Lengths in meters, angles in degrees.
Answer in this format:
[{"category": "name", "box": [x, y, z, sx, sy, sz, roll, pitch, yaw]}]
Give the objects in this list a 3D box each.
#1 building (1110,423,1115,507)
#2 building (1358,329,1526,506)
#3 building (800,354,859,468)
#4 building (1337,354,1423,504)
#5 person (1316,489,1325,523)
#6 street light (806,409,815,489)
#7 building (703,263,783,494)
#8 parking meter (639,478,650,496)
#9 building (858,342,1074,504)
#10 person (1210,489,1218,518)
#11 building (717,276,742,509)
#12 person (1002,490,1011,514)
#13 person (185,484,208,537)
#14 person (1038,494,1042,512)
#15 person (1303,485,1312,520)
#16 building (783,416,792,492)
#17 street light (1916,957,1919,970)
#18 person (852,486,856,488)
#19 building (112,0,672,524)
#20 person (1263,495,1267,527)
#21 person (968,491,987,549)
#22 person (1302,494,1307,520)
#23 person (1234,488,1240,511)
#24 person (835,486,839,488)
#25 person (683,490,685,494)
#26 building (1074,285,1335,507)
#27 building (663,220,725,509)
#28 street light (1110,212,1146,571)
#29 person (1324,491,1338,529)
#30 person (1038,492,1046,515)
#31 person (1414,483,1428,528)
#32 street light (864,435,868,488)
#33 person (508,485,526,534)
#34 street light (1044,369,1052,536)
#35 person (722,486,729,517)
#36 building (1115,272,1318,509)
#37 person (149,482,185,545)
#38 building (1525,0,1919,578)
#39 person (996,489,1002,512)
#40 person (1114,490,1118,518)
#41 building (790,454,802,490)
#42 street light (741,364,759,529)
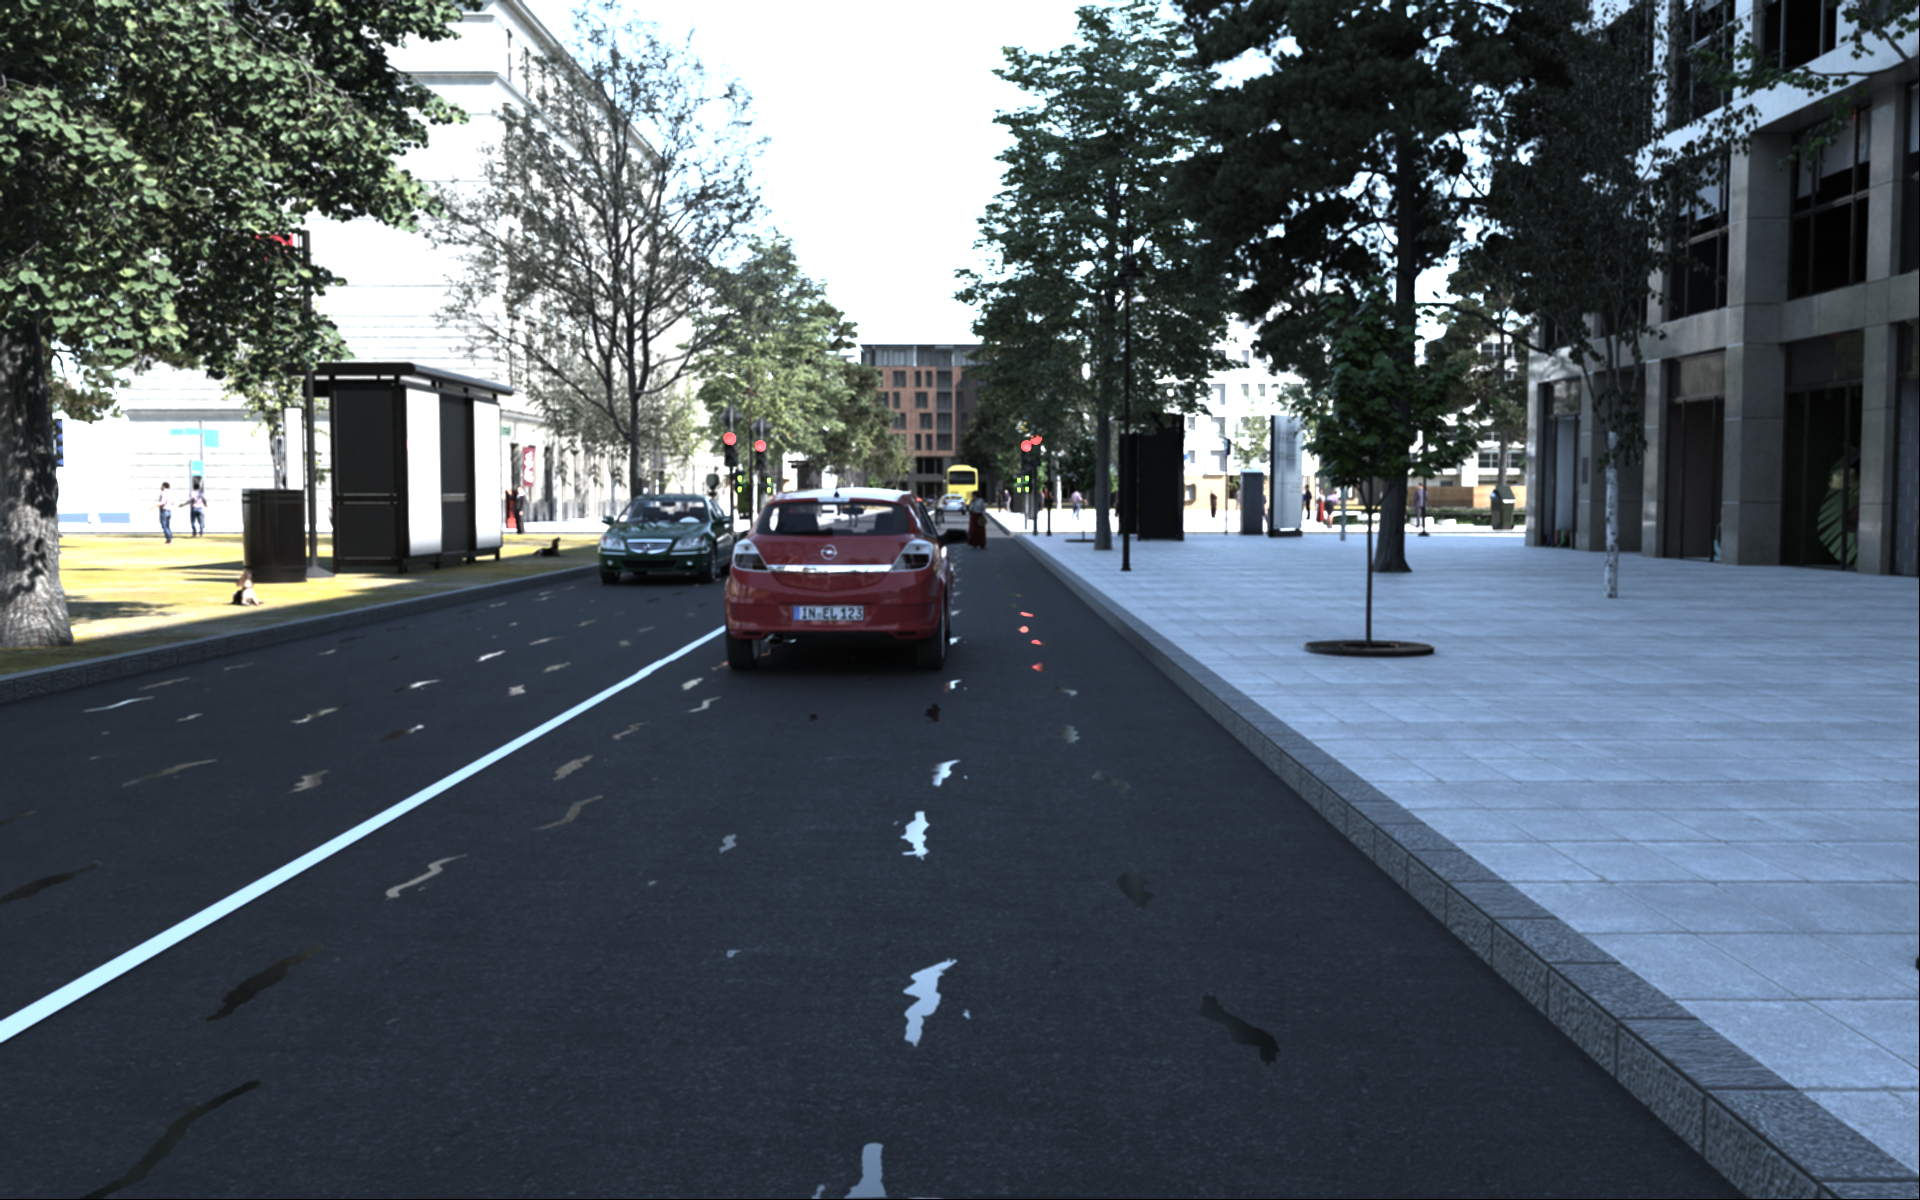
[{"category": "building", "box": [22.317, -18.774, 163.377, 16.016, 20.091, 11.380, 0, 4, 0]}, {"category": "building", "box": [62.252, -20.000, 193.453, 31.486, 18.905, 16.747, 0, 4, 0]}, {"category": "building", "box": [-19.760, -23.449, 239.817, 11.380, 20.091, 16.016, 0, 4, 0]}, {"category": "building", "box": [56.508, -23.436, 239.601, 11.380, 20.091, 16.016, 0, 4, 0]}, {"category": "person", "box": [16.035, -4.186, 76.957, 0.387, 1.526, 0.523, 1, 4, 23]}, {"category": "street light", "box": [-7.407, -6.882, 85.315, 0.468, 5.910, 1.993, 0, 4, 0]}, {"category": "building", "box": [-32.488, -19.643, 165.137, 27.936, 21.610, 32.646, 0, 4, 0]}, {"category": "parking meter", "box": [-11.493, -3.506, 63.027, 0.255, 1.863, 0.399, 3, 5, 44]}, {"category": "building", "box": [2.562, -24.547, 245.309, 32.646, 21.610, 27.936, 0, 4, 0]}, {"category": "person", "box": [13.720, -5.223, 93.710, 0.388, 1.546, 0.482, -1, 4, -17]}, {"category": "building", "box": [-26.150, -17.538, 143.167, 16.016, 20.091, 11.380, 0, 4, 0]}, {"category": "person", "box": [3.058, -6.323, 111.628, 0.471, 1.553, 0.569, -3, 5, -40]}, {"category": "person", "box": [-22.922, -2.691, 52.002, 0.435, 1.587, 0.963, 2, 4, 32]}, {"category": "person", "box": [5.833, -7.235, 126.605, 0.388, 1.546, 0.482, -3, 5, -40]}, {"category": "person", "box": [17.294, -4.875, 86.456, 0.504, 1.737, 0.576, 1, 4, 19]}, {"category": "building", "box": [-26.245, -20.239, 187.333, 16.016, 20.091, 11.380, 0, 4, 0]}, {"category": "street light", "box": [2.672, -1.938, 4.477, 0.468, 5.910, 1.993, 0, 4, 0]}, {"category": "person", "box": [-4.683, -4.029, 74.815, 0.568, 1.767, 0.683, 2, 4, 28]}, {"category": "building", "box": [-27.271, -19.421, 93.946, 17.030, 29.872, 44.131, 0, 4, 0]}, {"category": "person", "box": [11.835, -3.619, 67.902, 0.574, 1.496, 0.600, 1, 4, 15]}, {"category": "person", "box": [0.464, -2.115, 45.541, 0.523, 1.526, 0.387, 1, 4, 14]}, {"category": "person", "box": [16.639, -4.660, 84.928, 0.574, 1.496, 0.600, 3, 4, 38]}, {"category": "person", "box": [21.251, -7.667, 132.221, 0.655, 1.722, 0.431, 0, 4, -3]}, {"category": "person", "box": [-7.222, -5.813, 101.789, 0.504, 1.737, 0.576, 1, 4, 11]}, {"category": "person", "box": [-18.156, -6.486, 114.354, 0.482, 1.546, 0.388, 3, 5, 43]}, {"category": "building", "box": [27.581, -20.897, 185.647, 27.936, 21.610, 32.646, 0, 4, 0]}, {"category": "building", "box": [-23.306, -16.509, 124.667, 10.420, 20.320, 16.860, 0, 4, 0]}, {"category": "street light", "box": [2.775, -3.424, 28.771, 0.468, 5.910, 1.993, 0, 4, 0]}, {"category": "person", "box": [13.583, -3.309, 63.378, 0.421, 1.427, 0.697, 3, 5, 40]}, {"category": "person", "box": [4.979, -6.085, 107.407, 0.662, 1.594, 0.647, -2, 4, -30]}, {"category": "person", "box": [17.397, -3.571, 65.353, 0.541, 1.710, 0.530, 0, 4, 0]}, {"category": "street light", "box": [-7.288, -9.818, 133.306, 0.468, 5.910, 1.993, 0, 4, 0]}, {"category": "person", "box": [-15.044, -3.021, 58.693, 0.742, 1.727, 0.445, 1, 4, 12]}, {"category": "street light", "box": [2.722, -4.895, 52.829, 0.468, 5.910, 1.993, 0, 4, 0]}, {"category": "person", "box": [-12.945, -5.437, 95.601, 0.621, 1.740, 0.551, -2, 4, -25]}, {"category": "building", "box": [22.375, -18.072, 151.892, 16.016, 20.091, 11.380, 0, 4, 0]}, {"category": "person", "box": [-20.094, -2.189, 43.784, 0.435, 1.587, 0.963, 0, 4, -2]}, {"category": "building", "box": [23.530, -13.488, 25.039, 19.350, 26.468, 34.151, 0, 4, 0]}, {"category": "person", "box": [2.713, -6.959, 121.285, 0.415, 1.643, 0.593, -3, 5, -42]}, {"category": "person", "box": [8.517, -5.242, 92.434, 0.565, 1.739, 0.600, 0, 4, 6]}, {"category": "building", "box": [-32.329, -15.663, 198.235, 28.070, 9.664, 9.099, 0, 4, 0]}, {"category": "street light", "box": [-7.465, -5.442, 61.768, 0.468, 5.910, 1.993, 0, 4, 0]}]
